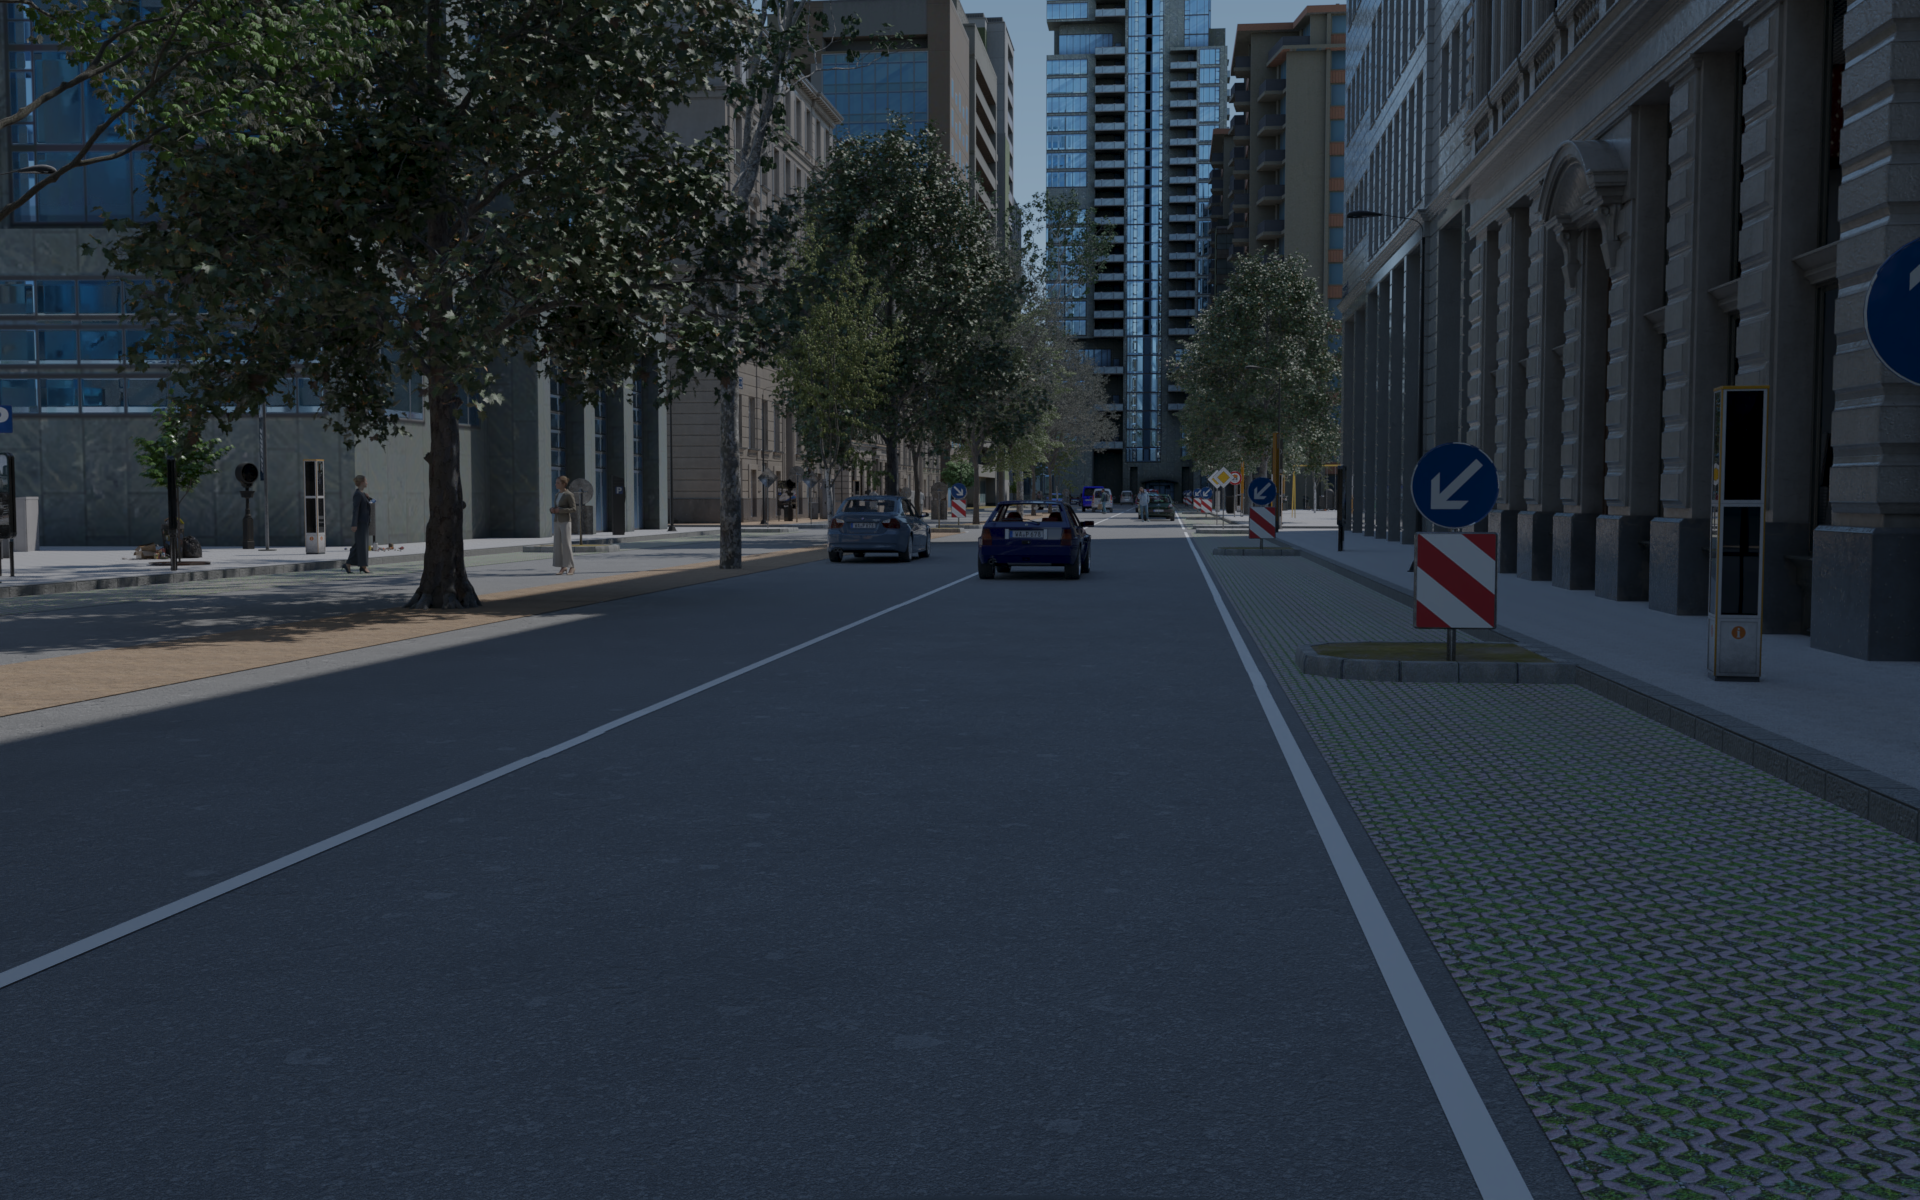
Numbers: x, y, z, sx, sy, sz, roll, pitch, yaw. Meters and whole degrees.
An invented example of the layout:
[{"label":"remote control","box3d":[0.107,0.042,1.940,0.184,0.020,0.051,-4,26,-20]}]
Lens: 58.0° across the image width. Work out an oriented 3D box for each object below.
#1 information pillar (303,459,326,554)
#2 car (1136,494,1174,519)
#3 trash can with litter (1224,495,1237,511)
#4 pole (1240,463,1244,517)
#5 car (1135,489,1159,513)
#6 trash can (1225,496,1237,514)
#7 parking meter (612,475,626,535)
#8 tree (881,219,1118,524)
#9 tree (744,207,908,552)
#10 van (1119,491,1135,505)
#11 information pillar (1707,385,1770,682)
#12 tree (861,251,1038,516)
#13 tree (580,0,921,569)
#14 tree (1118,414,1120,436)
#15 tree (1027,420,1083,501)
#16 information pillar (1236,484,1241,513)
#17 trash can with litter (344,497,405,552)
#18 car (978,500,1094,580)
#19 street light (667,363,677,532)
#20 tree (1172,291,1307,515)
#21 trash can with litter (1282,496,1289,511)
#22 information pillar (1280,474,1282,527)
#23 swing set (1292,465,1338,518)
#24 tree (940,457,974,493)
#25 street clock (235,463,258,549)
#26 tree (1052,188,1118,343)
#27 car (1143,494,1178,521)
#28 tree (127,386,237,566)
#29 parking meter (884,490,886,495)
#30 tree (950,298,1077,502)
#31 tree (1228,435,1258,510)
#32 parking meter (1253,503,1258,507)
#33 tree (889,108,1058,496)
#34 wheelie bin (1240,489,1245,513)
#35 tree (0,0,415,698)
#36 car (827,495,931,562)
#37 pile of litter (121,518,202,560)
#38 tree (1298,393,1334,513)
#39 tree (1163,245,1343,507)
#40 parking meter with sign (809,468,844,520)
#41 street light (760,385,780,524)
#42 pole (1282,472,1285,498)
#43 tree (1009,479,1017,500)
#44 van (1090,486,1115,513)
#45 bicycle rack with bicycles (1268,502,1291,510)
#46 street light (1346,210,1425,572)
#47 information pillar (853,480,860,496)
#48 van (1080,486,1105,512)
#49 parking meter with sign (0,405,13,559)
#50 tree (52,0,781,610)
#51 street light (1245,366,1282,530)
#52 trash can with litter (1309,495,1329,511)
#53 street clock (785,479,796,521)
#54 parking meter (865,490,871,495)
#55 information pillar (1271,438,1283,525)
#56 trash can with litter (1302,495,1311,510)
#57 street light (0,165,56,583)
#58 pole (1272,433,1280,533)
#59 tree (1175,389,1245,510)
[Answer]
[{"label":"information pillar","box3d":[-13.740,-1.980,36.870,0.304,2.012,0.304,1,4,10]},{"label":"car","box3d":[11.176,-5.356,99.367,2.131,1.459,4.920,0,4,7]},{"label":"trash can with litter","box3d":[20.824,-7.380,131.726,1.678,1.210,2.233,-1,4,-17]},{"label":"pole","box3d":[15.879,-6.337,97.448,0.158,3.312,0.155,0,3,0]},{"label":"car","box3d":[14.825,-7.782,135.908,2.281,1.827,5.304,0,4,7]},{"label":"trash can","box3d":[17.557,-6.156,112.301,0.748,1.137,0.748,0,3,0]},{"label":"parking meter","box3d":[-10.663,-2.961,54.130,0.399,1.863,0.255,-2,4,-24]},{"label":"tree","box3d":[0.740,-10.041,77.000,12.009,13.543,11.850,0,3,0]},{"label":"tree","box3d":[-3.198,-5.479,42.406,4.737,8.622,4.395,0,3,0]},{"label":"van","box3d":[21.251,-13.062,220.571,2.013,2.044,4.112,0,4,6]},{"label":"information pillar","box3d":[5.343,-0.453,11.906,0.304,2.012,0.304,1,4,14]},{"label":"tree","box3d":[-1.371,-7.537,60.097,8.767,10.594,7.601,0,4,7]},{"label":"tree","box3d":[-5.492,-10.713,33.507,12.611,20.169,13.585,0,3,0]},{"label":"tree","box3d":[4.829,-12.231,112.802,12.009,13.543,11.850,0,3,0]},{"label":"tree","box3d":[7.576,-11.084,134.042,4.737,8.622,4.395,0,3,0]},{"label":"information pillar","box3d":[19.432,-7.094,120.481,0.304,2.012,0.304,2,4,28]},{"label":"trash can with litter","box3d":[-13.245,-1.747,39.619,1.678,1.210,2.233,0,4,6]},{"label":"car","box3d":[1.353,-1.091,30.425,1.945,1.354,3.894,0,4,8]},{"label":"street light","box3d":[-9.347,-5.300,59.201,1.470,5.913,1.316,0,4,7]},{"label":"tree","box3d":[17.714,-12.223,106.506,9.857,13.997,8.962,0,3,0]},{"label":"trash can with litter","box3d":[24.465,-7.365,131.812,1.055,1.170,0.624,2,4,33]},{"label":"information pillar","box3d":[11.681,-3.622,63.716,0.304,2.012,0.304,0,4,3]},{"label":"swing set","box3d":[19.264,-5.842,93.143,3.119,2.851,2.862,0,4,8]},{"label":"tree","box3d":[-0.052,-9.908,145.716,4.285,4.588,4.351,0,3,0]},{"label":"street clock","box3d":[-16.570,-2.184,40.281,0.358,2.002,0.471,2,4,31]},{"label":"tree","box3d":[2.331,-14.781,100.007,12.611,20.169,13.585,0,3,0]},{"label":"car","box3d":[10.685,-5.089,92.987,2.009,1.686,4.222,0,4,7]},{"label":"tree","box3d":[-14.248,-2.248,31.356,1.663,3.219,1.824,0,3,0]},{"label":"parking meter","box3d":[-4.408,-5.898,104.842,0.372,1.533,0.369,0,3,0]},{"label":"tree","box3d":[2.066,-10.283,88.705,7.486,12.596,7.792,0,3,0]},{"label":"tree","box3d":[20.593,-10.808,127.080,4.360,8.622,3.978,0,3,0]},{"label":"parking meter","box3d":[19.986,-6.834,117.454,0.255,1.863,0.399,3,5,42]},{"label":"tree","box3d":[-2.006,-8.067,51.356,9.611,12.733,9.660,0,3,0]},{"label":"wheelie bin","box3d":[19.114,-6.587,115.605,0.693,1.594,0.980,-3,4,-37]},{"label":"tree","box3d":[-7.221,-5.096,11.527,9.928,11.665,9.643,0,3,0]},{"label":"car","box3d":[-1.735,-1.575,37.750,2.014,1.417,4.499,0,4,7]},{"label":"pile of litter","box3d":[-15.838,-1.250,34.400,1.176,0.858,1.719,3,5,41]},{"label":"tree","box3d":[23.701,-10.128,115.952,4.360,8.622,3.978,0,3,0]},{"label":"tree","box3d":[14.048,-9.953,79.742,9.611,12.733,9.660,0,3,0]},{"label":"parking meter with sign","box3d":[-6.752,-5.592,87.687,1.738,3.016,0.543,-2,4,-26]},{"label":"street light","box3d":[-7.771,-6.147,73.051,1.470,5.913,1.316,0,4,7]},{"label":"pole","box3d":[26.070,-8.910,139.529,0.158,3.312,0.155,0,3,0]},{"label":"tree","box3d":[6.398,-12.692,202.111,1.663,3.219,1.824,0,3,0]},{"label":"van","box3d":[11.164,-7.872,135.726,2.013,2.044,4.112,0,4,5]},{"label":"bicycle rack with bicycles","box3d":[25.114,-7.597,137.591,2.852,0.926,2.925,-3,5,-44]},{"label":"street light","box3d":[7.021,-3.420,28.458,1.470,5.913,1.316,0,4,7]},{"label":"information pillar","box3d":[-5.657,-5.494,94.312,0.304,2.012,0.304,0,4,-1]},{"label":"van","box3d":[10.849,-8.326,140.518,2.240,2.365,5.245,0,4,5]},{"label":"parking meter with sign","box3d":[-19.254,-2.346,34.611,0.543,3.016,1.738,-2,4,-32]},{"label":"tree","box3d":[-6.474,-6.247,21.598,9.611,12.733,9.660,0,3,0]},{"label":"street light","box3d":[11.002,-5.517,62.749,1.470,5.913,1.316,0,4,7]},{"label":"trash can with litter","box3d":[27.162,-7.320,130.738,1.678,1.210,2.233,-2,4,-26]},{"label":"street clock","box3d":[-7.952,-4.684,81.153,0.471,2.002,0.358,-2,4,-24]},{"label":"parking meter","box3d":[-5.143,-5.407,96.822,0.372,1.533,0.369,0,3,0]},{"label":"information pillar","box3d":[13.354,-4.987,72.890,0.504,3.616,0.183,-1,4,-13]},{"label":"trash can with litter","box3d":[28.162,-7.880,140.222,0.624,1.170,1.055,-1,4,-17]},{"label":"street light","box3d":[-13.445,-3.187,24.655,1.470,5.913,1.316,0,4,7]},{"label":"pole","box3d":[10.520,-3.905,57.693,0.158,3.312,0.155,0,3,0]},{"label":"tree","box3d":[21.737,-13.781,143.439,7.486,12.596,7.792,0,3,0]}]
